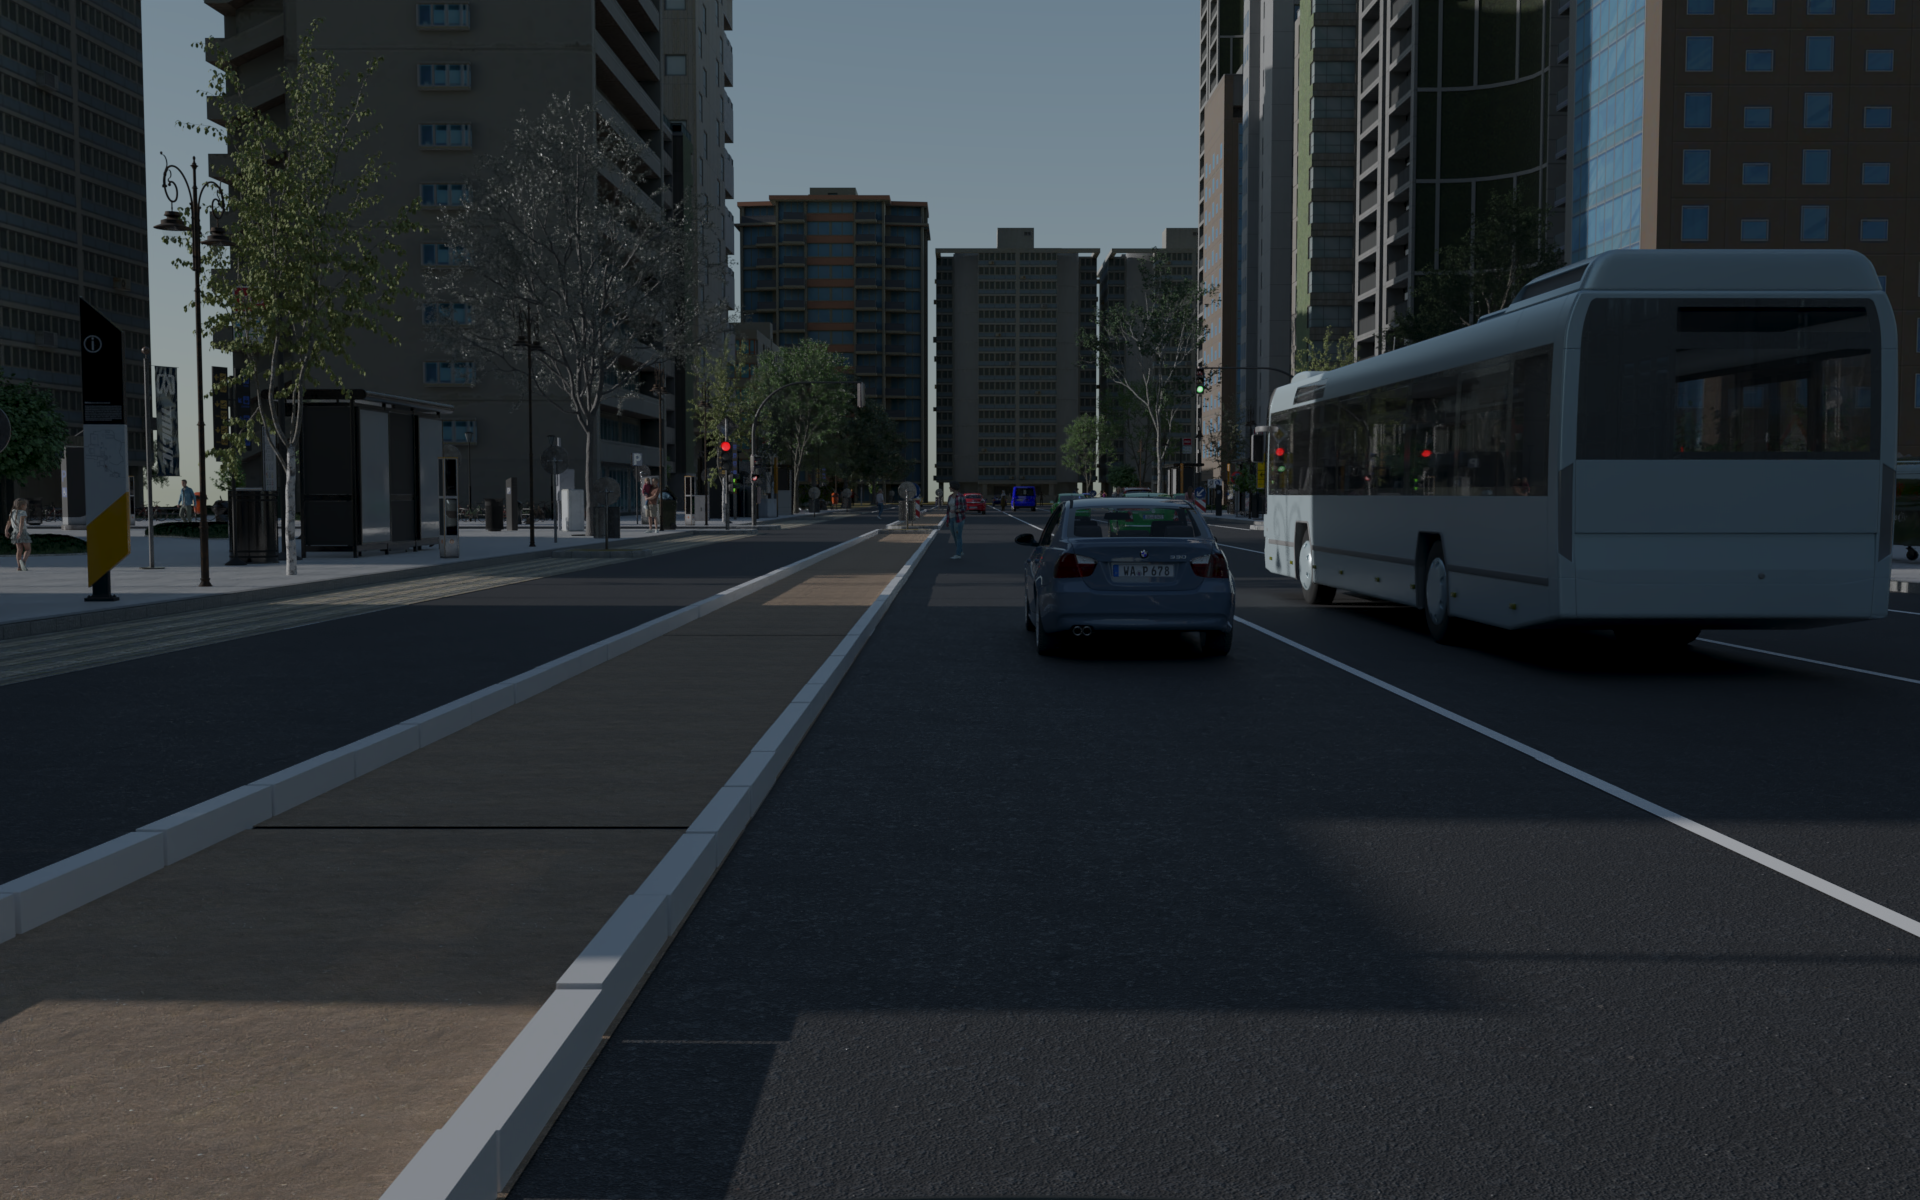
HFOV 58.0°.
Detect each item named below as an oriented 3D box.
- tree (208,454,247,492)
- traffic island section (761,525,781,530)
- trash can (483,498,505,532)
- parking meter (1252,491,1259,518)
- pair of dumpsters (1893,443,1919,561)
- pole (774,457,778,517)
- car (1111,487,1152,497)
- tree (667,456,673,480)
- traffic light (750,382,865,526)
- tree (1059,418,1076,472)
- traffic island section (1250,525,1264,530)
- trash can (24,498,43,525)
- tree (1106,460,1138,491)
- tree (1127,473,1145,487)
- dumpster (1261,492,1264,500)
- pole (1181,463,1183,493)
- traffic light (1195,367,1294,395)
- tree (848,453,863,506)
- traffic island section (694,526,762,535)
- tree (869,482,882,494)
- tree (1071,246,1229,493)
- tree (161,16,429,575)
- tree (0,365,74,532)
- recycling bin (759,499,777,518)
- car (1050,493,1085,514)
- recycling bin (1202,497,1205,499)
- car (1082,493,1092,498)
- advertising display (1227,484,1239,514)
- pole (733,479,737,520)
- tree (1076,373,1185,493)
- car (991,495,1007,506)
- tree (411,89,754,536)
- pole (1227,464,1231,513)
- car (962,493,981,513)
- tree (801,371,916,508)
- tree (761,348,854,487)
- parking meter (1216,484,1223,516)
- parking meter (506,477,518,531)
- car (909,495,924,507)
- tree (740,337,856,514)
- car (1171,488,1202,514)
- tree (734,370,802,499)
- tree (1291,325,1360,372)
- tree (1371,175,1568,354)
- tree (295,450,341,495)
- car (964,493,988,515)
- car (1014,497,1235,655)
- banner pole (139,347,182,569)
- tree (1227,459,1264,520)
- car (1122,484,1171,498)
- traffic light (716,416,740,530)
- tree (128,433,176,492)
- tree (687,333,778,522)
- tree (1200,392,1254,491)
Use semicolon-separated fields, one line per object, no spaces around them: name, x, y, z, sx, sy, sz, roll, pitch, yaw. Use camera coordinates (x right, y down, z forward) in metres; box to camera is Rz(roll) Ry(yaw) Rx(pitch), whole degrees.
tree;-31.764;-4.977;75.973;1.663;3.219;1.824;0;3;0
traffic island section;-8.352;-2.930;70.182;2.009;0.180;2.903;0;3;0
trash can;-15.961;-2.918;59.366;0.748;1.137;0.748;0;3;0
parking meter;15.783;-5.306;92.472;0.255;1.863;0.399;2;4;34
pair of dumpsters;17.869;-1.862;32.930;1.574;2.255;4.437;0;3;0
pole;-10.211;-6.257;96.144;0.158;3.312;0.155;0;3;0
car;9.386;-5.190;93.536;2.281;1.827;5.304;0;4;-2
tree;-21.193;-8.196;117.721;4.285;4.588;4.351;0;3;0
traffic light;-6.220;-5.836;70.078;4.771;5.953;1.251;0;3;0
tree;16.288;-17.899;218.396;9.928;11.665;9.643;0;3;0
traffic island section;12.889;-2.927;70.136;2.009;0.180;2.903;0;3;0
trash can;-38.013;-3.635;71.092;0.748;1.137;0.748;0;3;0
tree;15.725;-11.240;167.487;4.285;4.588;4.351;0;3;0
tree;16.277;-10.061;159.097;1.663;3.219;1.824;0;3;0
dumpster;17.057;-5.519;92.737;1.502;2.255;1.985;0;3;0
pole;14.792;-7.438;115.455;0.158;3.312;0.155;0;3;0
traffic light;10.742;-5.335;61.900;4.771;5.953;1.251;0;3;0
tree;-10.879;-14.505;187.525;4.737;8.622;4.395;0;3;0
traffic island section;-8.368;-2.441;62.197;2.009;0.180;2.903;0;3;0
tree;-10.924;-13.674;218.172;1.663;3.219;1.824;0;3;0
tree;14.717;-17.090;135.313;12.611;20.169;13.585;0;3;0
tree;-10.630;-4.718;27.496;4.737;8.622;4.395;0;3;0
tree;-24.266;-3.684;43.941;4.285;4.588;4.351;0;3;0
recycling bin;-10.417;-4.967;93.757;0.722;1.027;0.722;3;4;38
car;5.447;-4.700;85.638;1.959;1.807;4.718;0;4;-1
recycling bin;18.513;-7.431;134.047;0.722;1.027;0.722;-1;4;-10
car;12.939;-10.407;179.748;1.945;1.707;3.694;0;4;1
advertising display;17.420;-6.445;110.583;0.123;1.923;0.974;-2;4;-33
pole;-11.284;-5.687;86.819;0.158;3.312;0.155;0;3;0
tree;15.800;-13.750;150.569;9.928;11.665;9.643;0;3;0
car;4.811;-12.123;210.787;1.945;1.354;3.894;0;4;0
tree;-11.372;-8.709;52.764;12.009;13.543;11.850;0;3;0
pole;18.164;-7.535;117.039;0.158;3.312;0.155;0;3;0
car;0.709;-7.592;133.163;2.155;1.783;4.494;0;3;0
tree;-10.555;-14.840;159.646;9.611;12.733;9.660;0;3;0
tree;-11.632;-13.136;132.895;7.486;12.596;7.792;0;3;0
parking meter;15.219;-5.869;101.673;0.399;1.863;0.255;1;4;14
parking meter;-15.708;-3.363;60.701;0.399;1.863;0.255;3;5;42
car;-5.121;-11.456;197.522;2.015;1.641;3.980;0;4;1
tree;-10.587;-11.472;113.326;9.928;11.665;9.643;0;3;0
car;12.770;-5.535;99.287;1.959;1.807;4.718;0;4;1
tree;-11.321;-9.316;102.684;4.360;8.622;3.978;0;3;0
tree;16.403;-7.721;76.593;4.737;8.622;4.395;0;3;0
tree;15.535;-7.137;51.108;8.767;10.594;7.601;-3;5;-43
tree;-26.154;-5.453;72.876;4.285;4.588;4.351;0;3;0
car;0.890;-6.873;121.419;2.155;1.783;4.494;0;4;0
car;1.547;-0.288;16.718;2.014;1.417;4.499;0;3;0
banner pole;-13.734;-2.430;29.748;0.401;3.779;0.863;2;4;25
tree;15.654;-6.153;95.205;1.663;3.219;1.824;0;3;0
car;5.215;-2.461;49.041;1.959;1.807;4.718;0;4;0
traffic light;-8.328;-4.473;62.062;0.839;4.253;0.868;0;3;0
tree;-66.240;-9.970;125.919;11.467;7.101;20.602;0;4;1
tree;-10.798;-7.936;80.121;4.737;8.622;4.395;0;3;0
tree;18.963;-10.532;122.558;4.360;8.622;3.978;0;3;0
